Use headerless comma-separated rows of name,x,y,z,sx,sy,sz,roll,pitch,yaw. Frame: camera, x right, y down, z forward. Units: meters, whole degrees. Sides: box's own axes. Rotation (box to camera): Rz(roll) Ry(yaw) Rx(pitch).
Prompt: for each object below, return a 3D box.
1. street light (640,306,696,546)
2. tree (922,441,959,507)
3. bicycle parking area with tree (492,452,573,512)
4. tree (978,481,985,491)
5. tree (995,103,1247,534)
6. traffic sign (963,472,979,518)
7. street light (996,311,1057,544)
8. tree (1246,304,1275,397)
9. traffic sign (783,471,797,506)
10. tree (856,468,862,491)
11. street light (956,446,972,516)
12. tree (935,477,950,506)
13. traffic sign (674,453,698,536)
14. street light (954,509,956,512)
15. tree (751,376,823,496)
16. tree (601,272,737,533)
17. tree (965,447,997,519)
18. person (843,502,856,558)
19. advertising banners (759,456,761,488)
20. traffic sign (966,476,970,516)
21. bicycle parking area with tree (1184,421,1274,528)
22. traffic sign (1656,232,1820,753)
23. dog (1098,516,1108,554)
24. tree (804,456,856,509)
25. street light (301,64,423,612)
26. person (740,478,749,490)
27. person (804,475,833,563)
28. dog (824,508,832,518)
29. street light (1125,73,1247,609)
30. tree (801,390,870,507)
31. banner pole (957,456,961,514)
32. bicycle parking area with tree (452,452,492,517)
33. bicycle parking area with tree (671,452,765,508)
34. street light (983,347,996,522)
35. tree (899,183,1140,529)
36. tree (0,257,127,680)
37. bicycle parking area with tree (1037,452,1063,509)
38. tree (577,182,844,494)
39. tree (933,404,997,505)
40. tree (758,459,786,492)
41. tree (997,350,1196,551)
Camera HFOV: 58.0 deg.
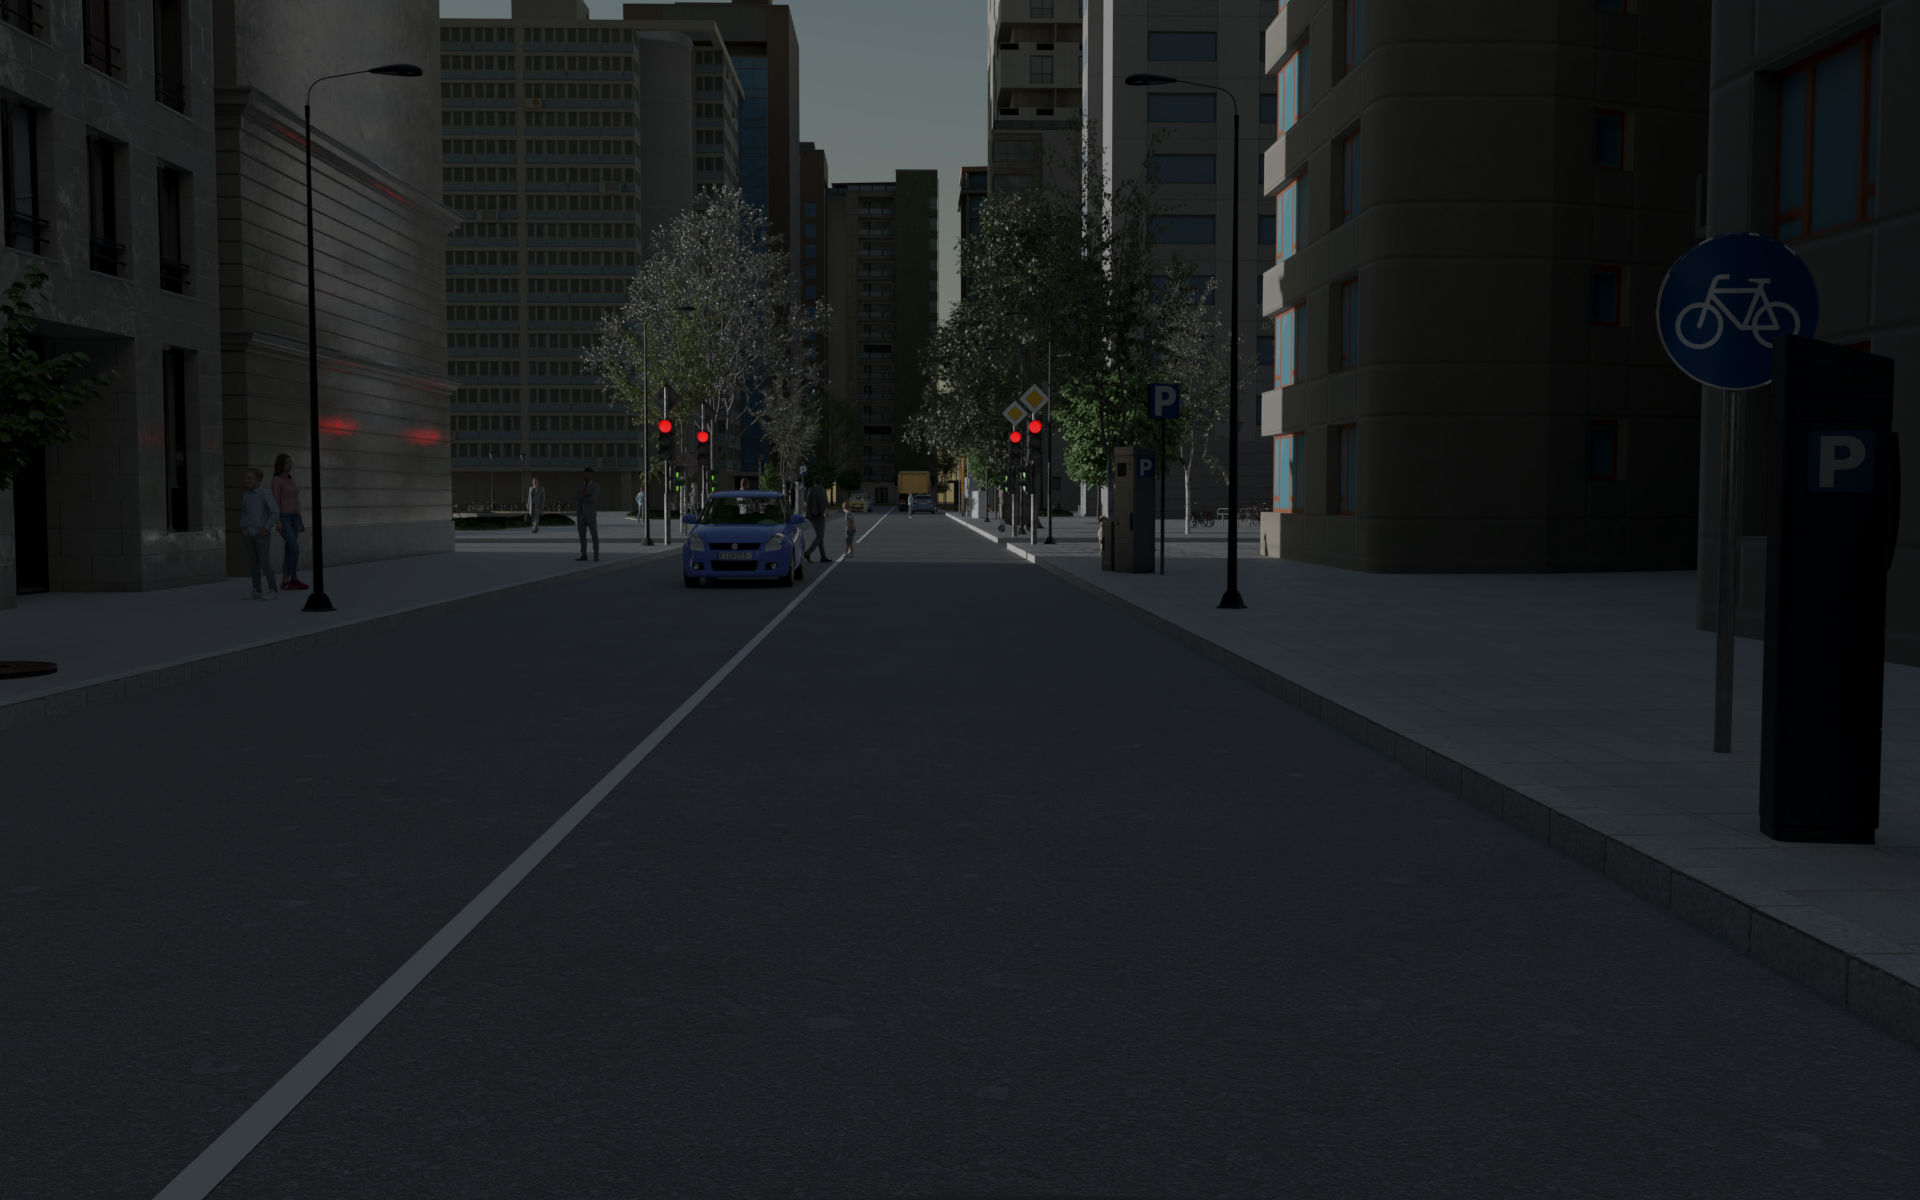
street light,-7.215,-4.300,42.845,1.470,5.913,1.316,0,4,-2
tree,-1.874,-15.290,200.354,4.360,8.622,3.978,0,3,0
bicycle parking area with tree,-31.533,-8.221,121.411,9.016,4.147,8.231,1,4,22
tree,0.964,-7.733,121.039,1.663,3.219,1.824,0,3,0
tree,2.807,-5.033,32.654,4.360,8.622,3.978,0,3,0
traffic sign,0.583,-5.775,94.423,0.884,2.594,0.081,0,4,1
street light,1.750,-4.375,44.068,1.470,5.913,1.316,0,4,-2
tree,9.257,-5.458,39.602,4.360,8.622,3.978,0,3,0
traffic sign,-9.215,-5.742,93.993,0.768,2.556,0.104,0,4,3
tree,-12.470,-12.969,195.762,4.285,4.588,4.351,0,3,0
street light,0.683,-6.492,78.687,1.470,5.913,1.316,0,4,-2
tree,-2.083,-11.952,190.020,1.663,3.219,1.824,0,3,0
traffic sign,-8.424,-3.247,53.191,0.768,2.556,0.104,0,4,5
street light,-0.012,-7.960,102.691,1.470,5.913,1.316,0,4,-2
tree,-10.397,-9.436,104.634,4.360,8.622,3.978,0,3,0
tree,-9.382,-6.531,57.146,4.737,8.622,4.395,0,3,0
tree,1.909,-6.377,87.979,4.285,4.588,4.351,0,3,0
person,-2.511,-1.585,39.093,0.352,1.250,0.332,2,4,28
advertising banners,-9.232,-5.071,79.096,0.090,3.025,2.074,0,4,1
traffic sign,0.542,-6.086,99.510,0.884,2.594,0.081,0,4,3
bicycle parking area with tree,13.214,-4.908,67.252,8.231,4.147,9.016,3,4,37
traffic sign,3.792,-0.515,8.534,0.768,2.556,0.104,0,4,6
dog,3.039,-1.360,36.613,0.513,0.831,0.800,1,4,22
tree,-11.955,-10.184,150.228,4.285,4.588,4.351,0,3,0
street light,-6.498,-2.832,18.841,1.470,5.913,1.316,0,4,-2
person,-4.811,-1.878,39.482,0.520,1.790,0.573,3,4,36
person,-2.950,-1.679,36.051,0.850,1.850,0.679,-3,5,-42
dog,-7.965,-5.384,104.862,0.800,0.831,0.513,-2,4,-33
street light,2.519,-2.860,19.303,1.470,5.913,1.316,0,4,-2
tree,-13.011,-15.137,173.250,9.928,11.665,9.643,0,3,0
banner pole,0.068,-7.519,112.956,0.401,3.779,0.863,2,4,24
bicycle parking area with tree,-24.048,-4.779,65.139,8.231,4.147,9.016,2,4,33
bicycle parking area with tree,-16.145,-8.162,120.450,8.231,4.147,9.016,-1,4,-15
street light,1.420,-5.024,54.684,1.470,5.913,1.316,0,4,-2
tree,2.540,-9.005,64.245,9.611,12.733,9.660,0,3,0
tree,-7.112,-1.080,12.258,1.663,3.219,1.824,0,3,0
bicycle parking area with tree,8.295,-8.098,119.406,8.231,4.147,9.016,1,4,18
tree,-9.534,-9.616,67.598,12.009,13.543,11.850,0,3,0
tree,1.001,-9.542,106.371,4.737,8.622,4.395,0,3,0
tree,-10.310,-6.181,95.664,1.663,3.219,1.824,0,3,0
tree,3.655,-3.387,39.097,4.285,4.588,4.351,0,3,0
